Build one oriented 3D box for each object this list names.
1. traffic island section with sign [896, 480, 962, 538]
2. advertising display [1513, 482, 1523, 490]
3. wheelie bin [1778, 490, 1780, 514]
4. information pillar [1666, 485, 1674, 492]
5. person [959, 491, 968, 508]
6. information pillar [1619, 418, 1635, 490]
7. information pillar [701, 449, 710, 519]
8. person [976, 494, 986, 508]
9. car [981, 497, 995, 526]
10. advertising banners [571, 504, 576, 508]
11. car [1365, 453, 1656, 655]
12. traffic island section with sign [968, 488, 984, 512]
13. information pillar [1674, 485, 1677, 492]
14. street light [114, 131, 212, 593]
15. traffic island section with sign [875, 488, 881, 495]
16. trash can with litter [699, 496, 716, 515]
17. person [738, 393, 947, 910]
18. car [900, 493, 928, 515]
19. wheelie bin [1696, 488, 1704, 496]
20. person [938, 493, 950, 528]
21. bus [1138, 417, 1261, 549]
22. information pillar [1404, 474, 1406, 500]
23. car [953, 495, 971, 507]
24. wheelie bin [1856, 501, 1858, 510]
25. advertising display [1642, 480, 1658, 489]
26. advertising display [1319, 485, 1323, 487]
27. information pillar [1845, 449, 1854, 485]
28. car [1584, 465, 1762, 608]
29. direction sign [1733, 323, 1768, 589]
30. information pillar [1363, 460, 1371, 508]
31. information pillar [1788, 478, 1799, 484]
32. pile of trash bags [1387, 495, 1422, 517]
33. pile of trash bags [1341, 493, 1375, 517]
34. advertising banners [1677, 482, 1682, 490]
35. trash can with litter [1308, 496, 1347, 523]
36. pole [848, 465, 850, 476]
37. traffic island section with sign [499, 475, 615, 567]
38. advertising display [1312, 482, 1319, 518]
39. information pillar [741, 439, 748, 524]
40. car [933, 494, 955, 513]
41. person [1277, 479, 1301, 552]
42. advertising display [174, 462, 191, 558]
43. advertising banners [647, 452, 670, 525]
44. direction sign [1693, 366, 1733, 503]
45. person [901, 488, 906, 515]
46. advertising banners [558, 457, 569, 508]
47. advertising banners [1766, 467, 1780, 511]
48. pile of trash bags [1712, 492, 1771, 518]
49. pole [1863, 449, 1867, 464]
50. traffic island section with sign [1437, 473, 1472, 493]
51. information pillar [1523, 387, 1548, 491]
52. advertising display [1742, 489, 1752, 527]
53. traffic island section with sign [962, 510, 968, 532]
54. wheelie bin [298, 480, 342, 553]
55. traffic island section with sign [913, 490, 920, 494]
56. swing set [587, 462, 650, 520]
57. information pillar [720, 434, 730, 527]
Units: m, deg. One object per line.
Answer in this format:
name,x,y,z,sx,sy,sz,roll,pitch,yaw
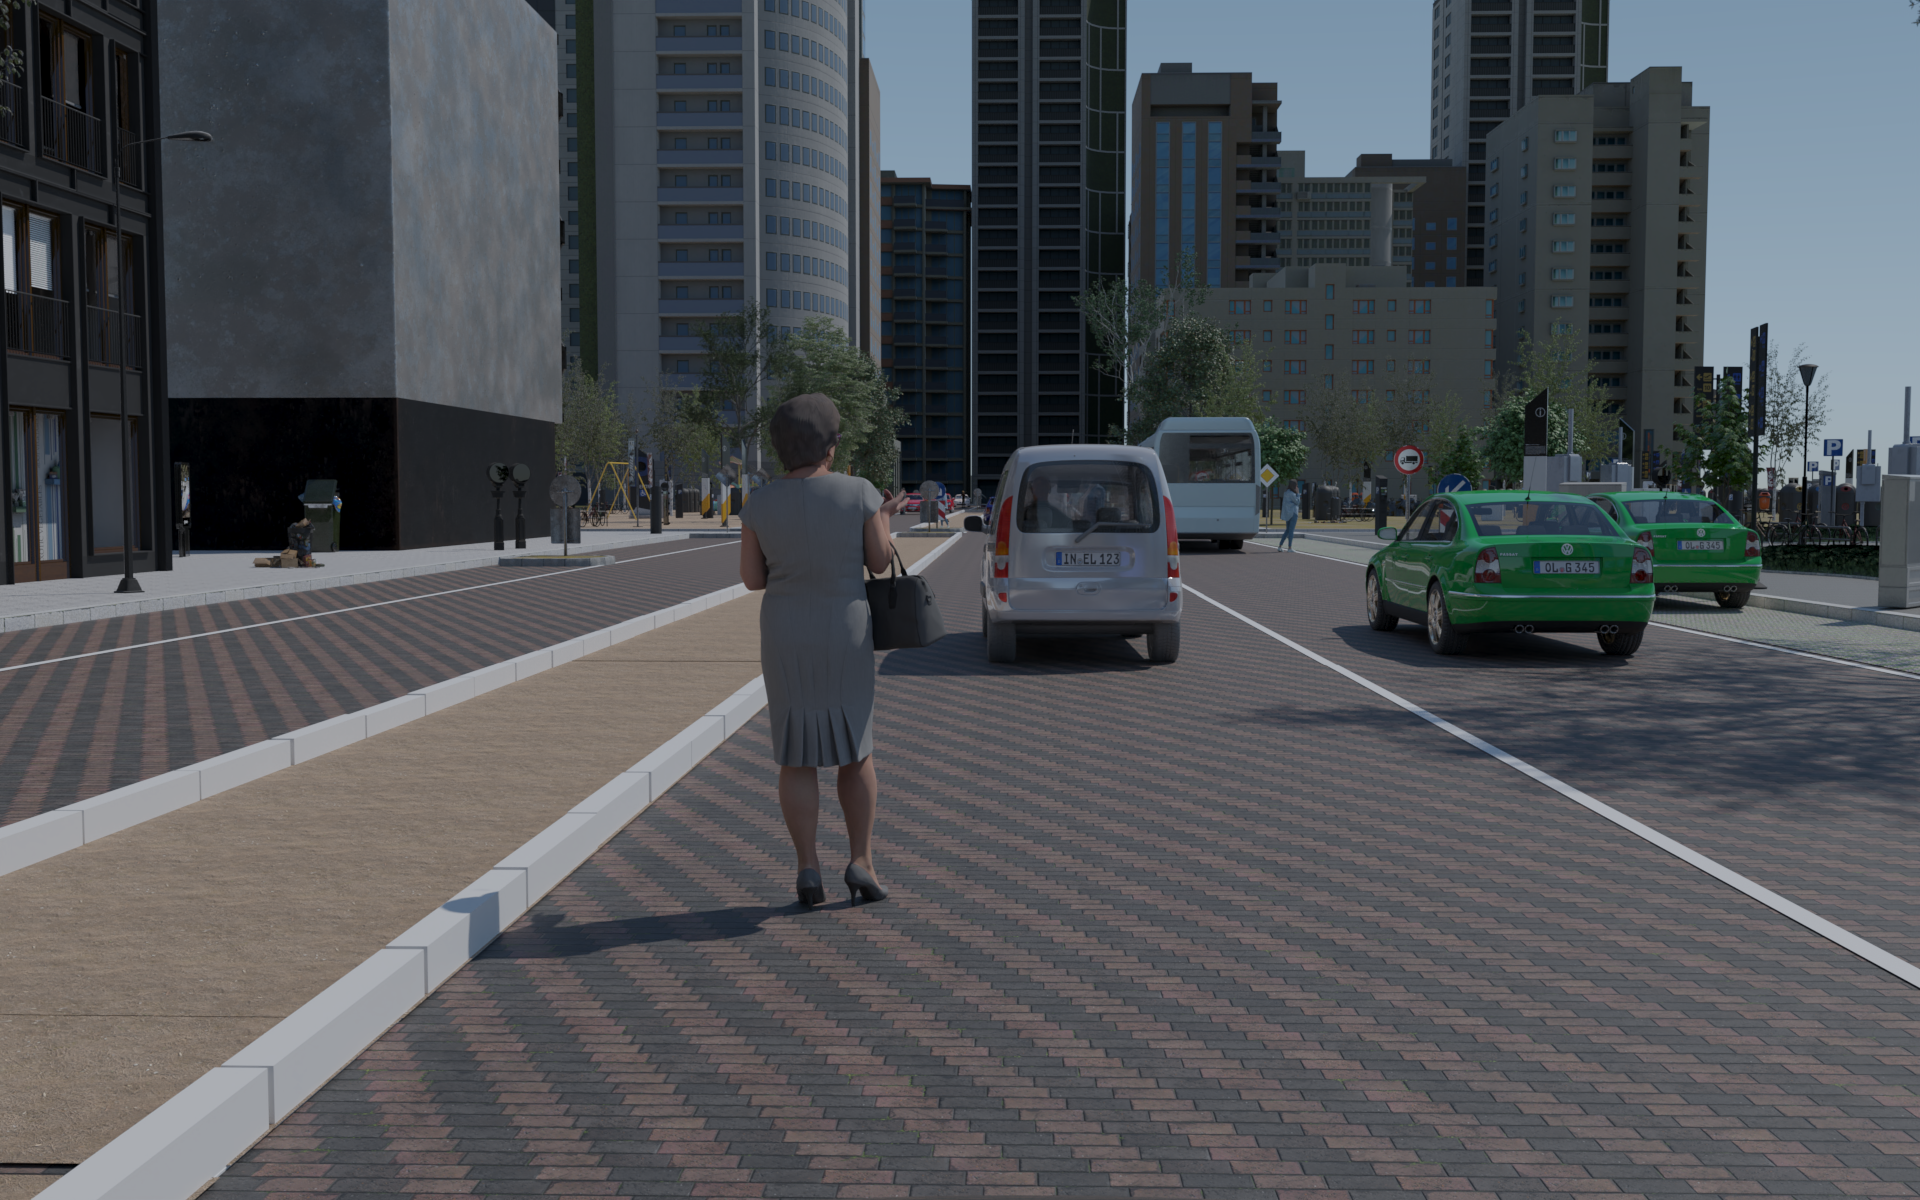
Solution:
traffic island section with sign,-1.057,-3.028,57.651,2.006,1.907,1.989,0,4,2
advertising display,30.222,-5.387,93.284,0.974,1.923,0.123,-1,4,-21
wheelie bin,58.329,-7.077,123.615,0.980,1.594,0.693,-2,4,-24
information pillar,54.805,-7.916,133.925,0.304,2.012,0.304,3,5,43
person,0.395,-10.391,178.909,1.217,1.766,0.721,3,5,41
information pillar,20.469,-3.787,53.280,0.183,3.616,0.504,-3,5,-41
information pillar,-13.146,-5.998,89.421,0.504,3.616,0.183,2,4,35
person,2.095,-10.197,176.006,1.217,1.735,0.721,0,4,6
car,1.880,-3.872,75.893,1.945,1.354,3.894,0,4,1
advertising banners,-30.681,-8.497,135.107,2.074,3.025,0.090,3,4,37
car,5.166,-0.489,16.794,1.959,1.807,4.718,0,4,2
traffic island section with sign,1.390,-8.075,140.161,2.006,1.907,1.989,0,4,2
information pillar,57.255,-8.221,138.897,0.304,2.012,0.304,-2,4,-25
street light,-10.272,-3.046,22.342,1.470,5.913,1.316,0,4,2
traffic island section with sign,-5.657,-6.669,117.661,1.989,1.847,2.006,0,4,2
trash can with litter,-15.190,-5.680,104.249,1.055,1.170,0.624,0,4,7
person,-0.402,0.169,6.093,0.716,1.782,0.532,0,4,3
car,-3.238,-6.841,120.887,2.155,1.783,4.494,0,4,1
wheelie bin,39.486,-5.202,92.961,0.693,1.594,0.980,-2,4,-28
person,-0.712,-3.866,71.976,0.793,1.790,0.793,2,4,28
bus,6.326,-3.260,48.154,2.948,3.499,13.247,0,4,4
information pillar,27.486,-7.045,106.537,0.183,3.616,0.504,-1,4,-19
car,0.196,-10.958,191.525,2.083,1.381,4.827,0,4,1
wheelie bin,56.680,-6.248,110.056,0.980,1.594,0.693,0,4,-6
advertising display,32.025,-4.589,80.238,0.123,1.923,0.974,-2,4,-31
advertising display,24.549,-6.877,117.652,0.974,1.923,0.123,-3,5,-41
information pillar,46.362,-6.052,90.299,0.183,3.616,0.504,-1,4,-13
car,8.951,-0.872,23.050,1.959,1.807,4.718,0,4,1
direction sign,10.748,-1.921,23.398,0.379,3.537,0.876,1,4,12
information pillar,27.191,-7.606,115.708,0.504,3.616,0.183,2,4,23
information pillar,36.992,-4.430,76.919,0.304,2.012,0.304,-1,4,-22
pile of trash bags,26.192,-5.463,99.070,3.447,1.369,1.912,0,4,-2
pile of trash bags,21.255,-5.220,95.100,3.447,1.369,1.912,-2,4,-27
advertising banners,44.606,-6.715,105.975,2.074,3.025,0.090,-1,4,-21
trash can with litter,16.216,-4.005,76.539,2.233,1.210,1.678,-2,4,-24
pole,-7.843,-7.859,122.343,0.158,3.312,0.155,0,3,0
traffic island section with sign,-8.100,-1.624,35.173,1.989,1.847,2.006,0,4,2
advertising display,19.402,-5.486,94.913,0.123,1.923,0.974,0,4,4
information pillar,-9.151,-5.030,73.598,0.183,3.616,0.504,-2,4,-26
car,-1.414,-7.526,132.090,2.155,1.783,4.494,0,4,2
person,8.098,-2.071,42.631,0.793,1.790,0.793,3,5,43
advertising display,-15.872,-1.846,35.389,0.123,1.923,0.974,-1,4,-15
advertising banners,-12.554,-4.639,72.043,0.090,3.025,2.074,-2,4,-35
direction sign,13.436,-2.372,30.779,0.876,3.537,0.379,0,4,-4
person,-3.910,-6.718,118.149,0.447,1.846,0.655,0,4,8
advertising banners,-18.748,-5.233,81.746,0.090,3.025,2.074,-1,4,-22
advertising banners,53.366,-7.103,112.323,2.074,3.025,0.090,2,4,31
pile of trash bags,42.196,-5.164,94.190,3.447,1.369,1.912,1,4,21
pole,40.908,-5.165,78.291,0.158,3.312,0.155,0,3,0
traffic island section with sign,9.449,-1.561,34.158,1.989,1.847,2.006,0,4,2
information pillar,12.625,-2.851,37.972,0.504,3.616,0.183,1,4,23
advertising display,29.915,-3.699,65.684,0.974,1.923,0.123,-3,4,-37
traffic island section with sign,-0.828,-3.481,65.055,2.006,1.907,1.989,0,4,2
wheelie bin,-14.073,-1.851,38.172,0.980,1.594,0.693,0,4,-3
traffic island section with sign,-4.177,-9.705,167.302,1.989,1.847,2.006,0,4,2
swing set,-16.925,-5.419,86.222,2.862,2.851,3.119,1,4,12
information pillar,-9.170,-4.668,67.680,0.183,3.616,0.504,2,4,31
